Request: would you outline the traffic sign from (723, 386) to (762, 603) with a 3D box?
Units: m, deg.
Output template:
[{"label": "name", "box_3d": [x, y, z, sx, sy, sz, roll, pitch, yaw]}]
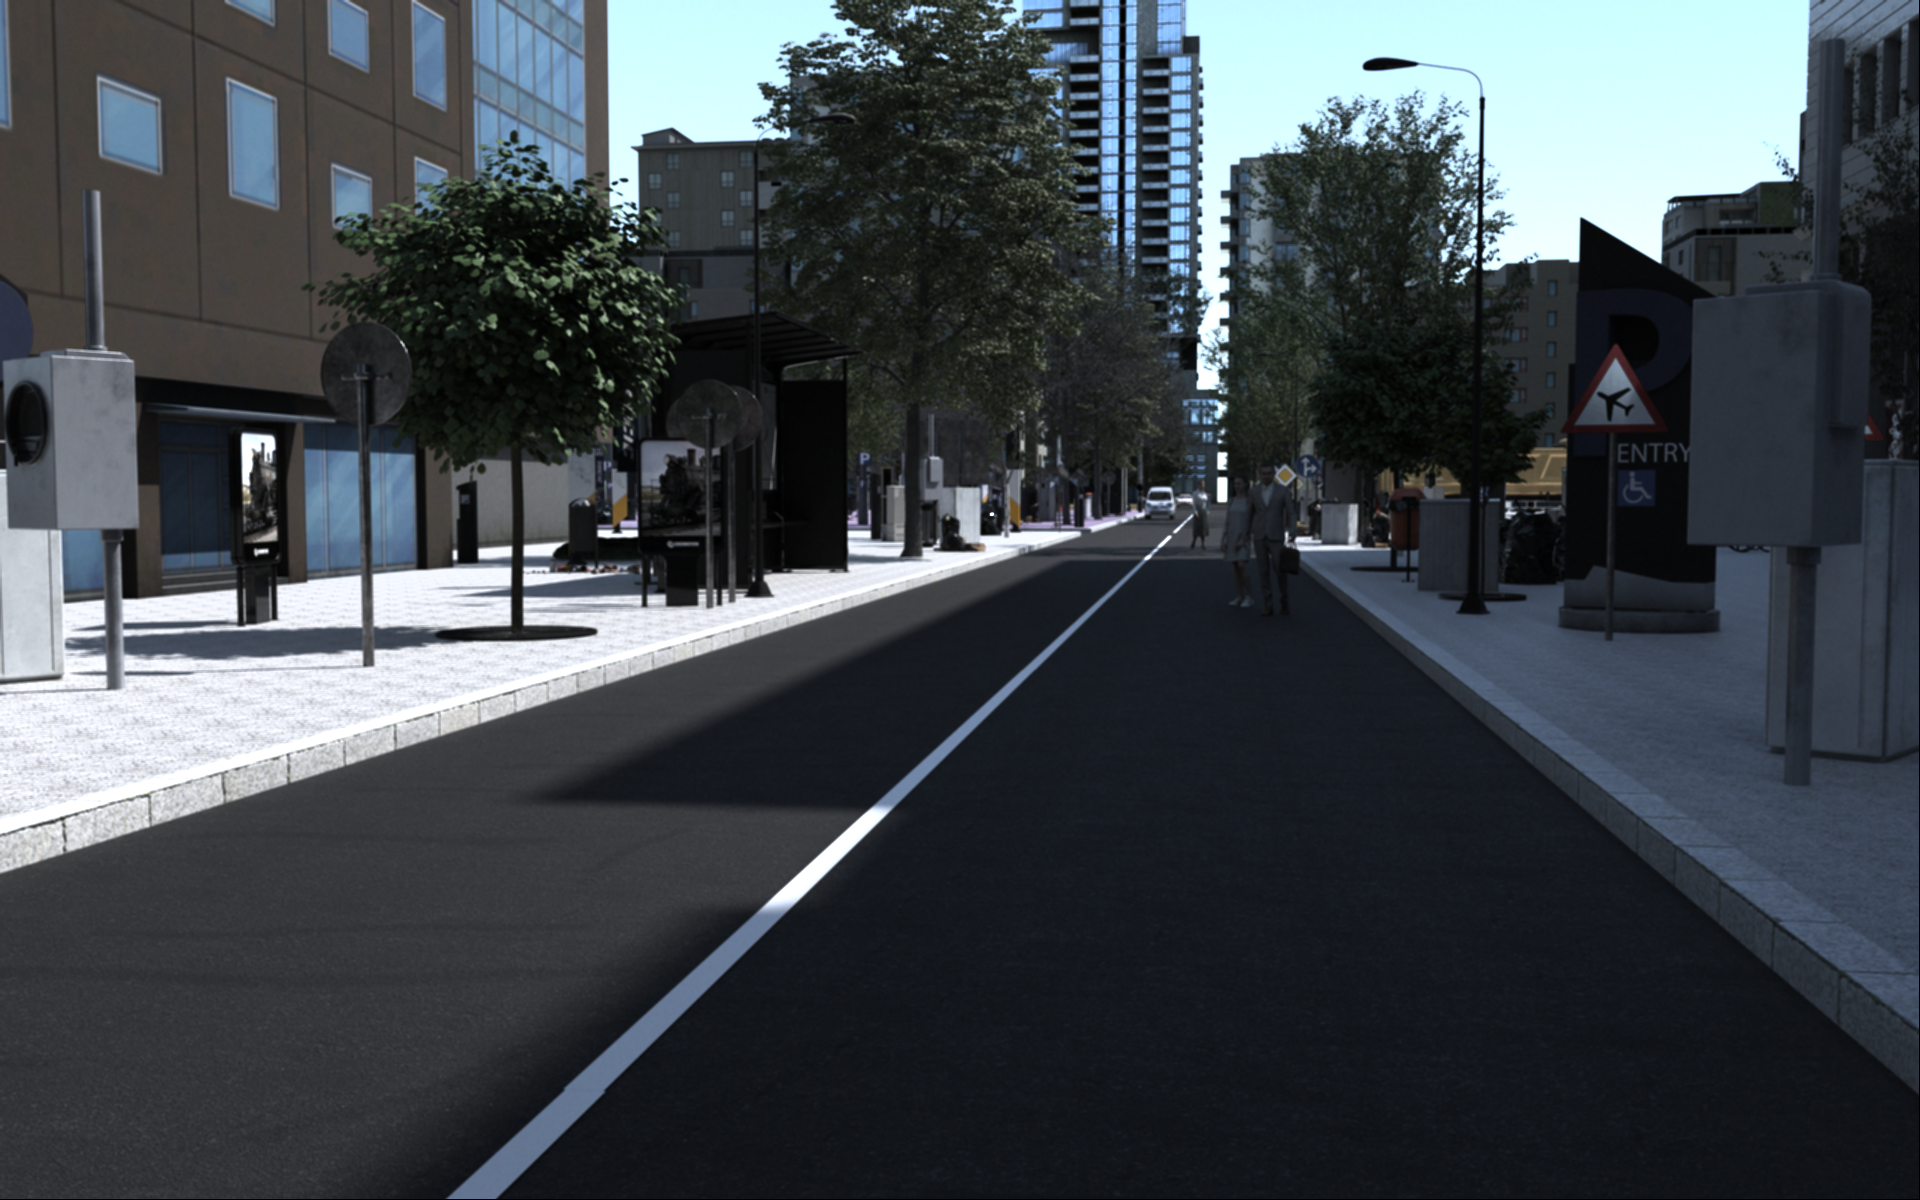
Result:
[{"label": "traffic sign", "box_3d": [-2.699, -1.243, 20.432, 0.768, 2.556, 0.104, 1, 4, 16]}]

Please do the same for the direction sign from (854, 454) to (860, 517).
[{"label": "direction sign", "box_3d": [-5.709, -6.385, 96.399, 0.379, 3.537, 0.876, -1, 4, -22]}]

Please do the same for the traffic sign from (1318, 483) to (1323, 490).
[{"label": "traffic sign", "box_3d": [22.103, -6.460, 106.812, 0.795, 2.450, 0.064, 1, 4, 14]}]

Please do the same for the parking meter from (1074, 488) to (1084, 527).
[{"label": "parking meter", "box_3d": [4.608, -3.575, 66.870, 0.372, 1.533, 0.369, 0, 3, 0]}]

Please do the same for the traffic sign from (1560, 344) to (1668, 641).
[{"label": "traffic sign", "box_3d": [5.685, -0.923, 15.101, 0.884, 2.594, 0.081, 1, 4, 13]}]

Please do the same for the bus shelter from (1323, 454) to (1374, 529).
[{"label": "bus shelter", "box_3d": [14.901, -4.440, 66.523, 2.014, 3.302, 5.546, 1, 4, 8]}]

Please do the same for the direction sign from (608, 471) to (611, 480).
[{"label": "direction sign", "box_3d": [-25.635, -8.245, 126.804, 0.379, 3.537, 0.876, -1, 4, -23]}]

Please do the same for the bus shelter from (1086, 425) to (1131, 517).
[{"label": "bus shelter", "box_3d": [8.661, -7.550, 101.067, 2.179, 5.291, 8.768, 1, 4, 8]}]

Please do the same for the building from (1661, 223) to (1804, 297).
[{"label": "building", "box_3d": [85.137, -25.512, 188.825, 14.107, 30.474, 14.160, 1, 4, 8]}]

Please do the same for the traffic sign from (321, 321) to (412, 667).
[{"label": "traffic sign", "box_3d": [-4.403, -0.777, 12.818, 0.768, 2.556, 0.104, 1, 4, 16]}]

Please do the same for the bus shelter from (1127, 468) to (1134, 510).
[{"label": "bus shelter", "box_3d": [11.151, -7.829, 121.933, 2.014, 3.302, 5.546, 1, 4, 8]}]

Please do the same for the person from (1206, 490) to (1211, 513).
[{"label": "person", "box_3d": [18.509, -7.335, 129.269, 0.563, 1.720, 0.643, 3, 5, 43]}]

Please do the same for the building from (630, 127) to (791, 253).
[{"label": "building", "box_3d": [-30.470, -40.771, 255.840, 27.495, 52.752, 28.713, 1, 4, 8]}]

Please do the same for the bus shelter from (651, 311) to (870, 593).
[{"label": "bus shelter", "box_3d": [-2.766, -2.089, 25.436, 1.731, 3.624, 6.357, 1, 4, 8]}]

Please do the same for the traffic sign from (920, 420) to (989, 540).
[{"label": "traffic sign", "box_3d": [-0.326, -3.290, 47.670, 2.265, 3.308, 0.079, 1, 4, 14]}]

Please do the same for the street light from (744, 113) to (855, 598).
[{"label": "street light", "box_3d": [-1.973, -2.986, 21.361, 1.470, 5.913, 1.316, 1, 4, 8]}]

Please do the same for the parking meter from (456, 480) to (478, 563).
[{"label": "parking meter", "box_3d": [-9.162, -1.455, 32.200, 0.372, 1.533, 0.369, 0, 3, 0]}]

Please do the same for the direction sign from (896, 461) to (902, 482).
[{"label": "direction sign", "box_3d": [-3.917, -7.725, 118.302, 0.876, 3.537, 0.379, 0, 4, -7]}]

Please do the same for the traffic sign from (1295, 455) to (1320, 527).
[{"label": "traffic sign", "box_3d": [11.213, -3.415, 55.937, 0.768, 2.556, 0.104, 1, 4, 12]}]

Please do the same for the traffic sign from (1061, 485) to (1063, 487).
[{"label": "traffic sign", "box_3d": [5.579, -5.805, 97.040, 0.606, 2.300, 0.079, 1, 4, 10]}]

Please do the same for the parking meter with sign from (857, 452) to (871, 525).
[{"label": "parking meter with sign", "box_3d": [-4.054, -4.664, 72.512, 0.543, 3.016, 1.738, 0, 4, -8]}]

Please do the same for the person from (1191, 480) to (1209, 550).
[{"label": "person", "box_3d": [6.156, -2.198, 44.658, 0.478, 1.798, 0.641, -1, 4, -16]}]

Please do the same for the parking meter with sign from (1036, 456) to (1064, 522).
[{"label": "parking meter with sign", "box_3d": [4.085, -5.136, 80.240, 0.543, 3.016, 1.738, -2, 4, -34]}]

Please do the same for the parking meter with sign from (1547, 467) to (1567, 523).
[{"label": "parking meter with sign", "box_3d": [17.478, -3.234, 49.139, 0.543, 3.016, 1.738, -2, 4, -32]}]

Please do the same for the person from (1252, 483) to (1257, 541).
[{"label": "person", "box_3d": [9.039, -2.692, 52.850, 0.599, 1.781, 0.374, -2, 4, -30]}]

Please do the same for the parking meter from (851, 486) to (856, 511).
[{"label": "parking meter", "box_3d": [-7.918, -7.512, 128.538, 0.255, 1.863, 0.399, -3, 4, -38]}]

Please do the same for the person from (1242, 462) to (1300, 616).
[{"label": "person", "box_3d": [3.674, -0.725, 20.468, 0.709, 1.813, 0.853, 1, 4, 19]}]

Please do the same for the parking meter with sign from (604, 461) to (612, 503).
[{"label": "parking meter with sign", "box_3d": [-18.231, -5.732, 89.975, 0.543, 3.016, 1.738, -1, 4, -17]}]

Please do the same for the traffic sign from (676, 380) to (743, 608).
[{"label": "traffic sign", "box_3d": [-2.810, -1.179, 19.380, 0.768, 2.556, 0.104, 1, 4, 9]}]

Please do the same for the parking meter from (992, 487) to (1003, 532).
[{"label": "parking meter", "box_3d": [1.249, -3.046, 58.207, 0.372, 1.533, 0.369, 0, 3, 0]}]

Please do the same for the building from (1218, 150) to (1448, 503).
[{"label": "building", "box_3d": [51.510, -38.034, 241.458, 30.456, 49.044, 23.786, 1, 4, 8]}]

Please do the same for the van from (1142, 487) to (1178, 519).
[{"label": "van", "box_3d": [11.461, -5.633, 99.103, 2.013, 2.044, 4.112, 1, 4, 9]}]

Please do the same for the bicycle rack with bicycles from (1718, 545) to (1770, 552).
[{"label": "bicycle rack with bicycles", "box_3d": [18.015, -1.543, 38.606, 2.852, 0.926, 2.925, -3, 5, -44]}]

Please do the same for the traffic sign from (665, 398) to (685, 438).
[{"label": "traffic sign", "box_3d": [-3.381, -1.340, 22.022, 0.768, 2.556, 0.104, 1, 4, 9]}]

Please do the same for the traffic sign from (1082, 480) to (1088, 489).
[{"label": "traffic sign", "box_3d": [6.651, -5.617, 93.967, 0.606, 2.300, 0.079, 1, 4, 15]}]

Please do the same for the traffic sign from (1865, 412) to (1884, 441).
[{"label": "traffic sign", "box_3d": [8.844, -1.072, 17.536, 0.884, 2.594, 0.081, 1, 4, 16]}]

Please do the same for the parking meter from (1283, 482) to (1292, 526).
[{"label": "parking meter", "box_3d": [13.011, -3.870, 68.993, 0.399, 1.863, 0.255, -3, 5, -45]}]

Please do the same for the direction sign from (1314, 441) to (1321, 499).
[{"label": "direction sign", "box_3d": [15.199, -4.998, 73.722, 0.379, 3.537, 0.876, 2, 4, 29]}]

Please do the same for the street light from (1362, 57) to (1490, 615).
[{"label": "street light", "box_3d": [4.983, -2.813, 18.532, 1.470, 5.913, 1.316, 1, 4, 8]}]

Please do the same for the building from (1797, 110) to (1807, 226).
[{"label": "building", "box_3d": [98.987, -32.721, 185.099, 14.200, 45.320, 14.600, 1, 4, 8]}]

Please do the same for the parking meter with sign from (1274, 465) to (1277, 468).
[{"label": "parking meter with sign", "box_3d": [18.827, -6.577, 103.795, 0.543, 3.016, 1.738, 0, 4, 4]}]

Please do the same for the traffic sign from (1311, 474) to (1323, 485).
[{"label": "traffic sign", "box_3d": [20.793, -6.161, 100.832, 0.768, 2.556, 0.104, 1, 4, 9]}]

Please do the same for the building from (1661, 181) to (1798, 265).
[{"label": "building", "box_3d": [101.381, -33.367, 229.142, 14.086, 41.232, 14.154, 1, 4, 8]}]

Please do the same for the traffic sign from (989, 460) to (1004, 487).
[{"label": "traffic sign", "box_3d": [1.191, -3.511, 58.598, 0.795, 2.450, 0.064, 1, 4, 15]}]

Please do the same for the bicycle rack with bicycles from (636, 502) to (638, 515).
[{"label": "bicycle rack with bicycles", "box_3d": [-17.597, -5.291, 99.893, 2.925, 0.926, 2.852, 3, 5, 45]}]

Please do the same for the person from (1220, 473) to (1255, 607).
[{"label": "person", "box_3d": [3.596, -0.775, 22.174, 0.512, 1.701, 0.522, 3, 5, 44]}]

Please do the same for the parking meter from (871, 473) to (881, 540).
[{"label": "parking meter", "box_3d": [-2.296, -2.641, 48.894, 0.399, 1.863, 0.255, -2, 4, -32]}]

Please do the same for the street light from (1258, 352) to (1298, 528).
[{"label": "street light", "box_3d": [10.462, -5.151, 56.753, 1.470, 5.913, 1.316, 1, 4, 8]}]

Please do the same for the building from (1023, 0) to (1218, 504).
[{"label": "building", "box_3d": [21.028, -56.976, 244.221, 31.000, 86.520, 22.319, 1, 4, 8]}]

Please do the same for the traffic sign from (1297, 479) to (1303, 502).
[{"label": "traffic sign", "box_3d": [25.496, -7.926, 130.767, 0.795, 2.450, 0.064, 1, 4, 9]}]
